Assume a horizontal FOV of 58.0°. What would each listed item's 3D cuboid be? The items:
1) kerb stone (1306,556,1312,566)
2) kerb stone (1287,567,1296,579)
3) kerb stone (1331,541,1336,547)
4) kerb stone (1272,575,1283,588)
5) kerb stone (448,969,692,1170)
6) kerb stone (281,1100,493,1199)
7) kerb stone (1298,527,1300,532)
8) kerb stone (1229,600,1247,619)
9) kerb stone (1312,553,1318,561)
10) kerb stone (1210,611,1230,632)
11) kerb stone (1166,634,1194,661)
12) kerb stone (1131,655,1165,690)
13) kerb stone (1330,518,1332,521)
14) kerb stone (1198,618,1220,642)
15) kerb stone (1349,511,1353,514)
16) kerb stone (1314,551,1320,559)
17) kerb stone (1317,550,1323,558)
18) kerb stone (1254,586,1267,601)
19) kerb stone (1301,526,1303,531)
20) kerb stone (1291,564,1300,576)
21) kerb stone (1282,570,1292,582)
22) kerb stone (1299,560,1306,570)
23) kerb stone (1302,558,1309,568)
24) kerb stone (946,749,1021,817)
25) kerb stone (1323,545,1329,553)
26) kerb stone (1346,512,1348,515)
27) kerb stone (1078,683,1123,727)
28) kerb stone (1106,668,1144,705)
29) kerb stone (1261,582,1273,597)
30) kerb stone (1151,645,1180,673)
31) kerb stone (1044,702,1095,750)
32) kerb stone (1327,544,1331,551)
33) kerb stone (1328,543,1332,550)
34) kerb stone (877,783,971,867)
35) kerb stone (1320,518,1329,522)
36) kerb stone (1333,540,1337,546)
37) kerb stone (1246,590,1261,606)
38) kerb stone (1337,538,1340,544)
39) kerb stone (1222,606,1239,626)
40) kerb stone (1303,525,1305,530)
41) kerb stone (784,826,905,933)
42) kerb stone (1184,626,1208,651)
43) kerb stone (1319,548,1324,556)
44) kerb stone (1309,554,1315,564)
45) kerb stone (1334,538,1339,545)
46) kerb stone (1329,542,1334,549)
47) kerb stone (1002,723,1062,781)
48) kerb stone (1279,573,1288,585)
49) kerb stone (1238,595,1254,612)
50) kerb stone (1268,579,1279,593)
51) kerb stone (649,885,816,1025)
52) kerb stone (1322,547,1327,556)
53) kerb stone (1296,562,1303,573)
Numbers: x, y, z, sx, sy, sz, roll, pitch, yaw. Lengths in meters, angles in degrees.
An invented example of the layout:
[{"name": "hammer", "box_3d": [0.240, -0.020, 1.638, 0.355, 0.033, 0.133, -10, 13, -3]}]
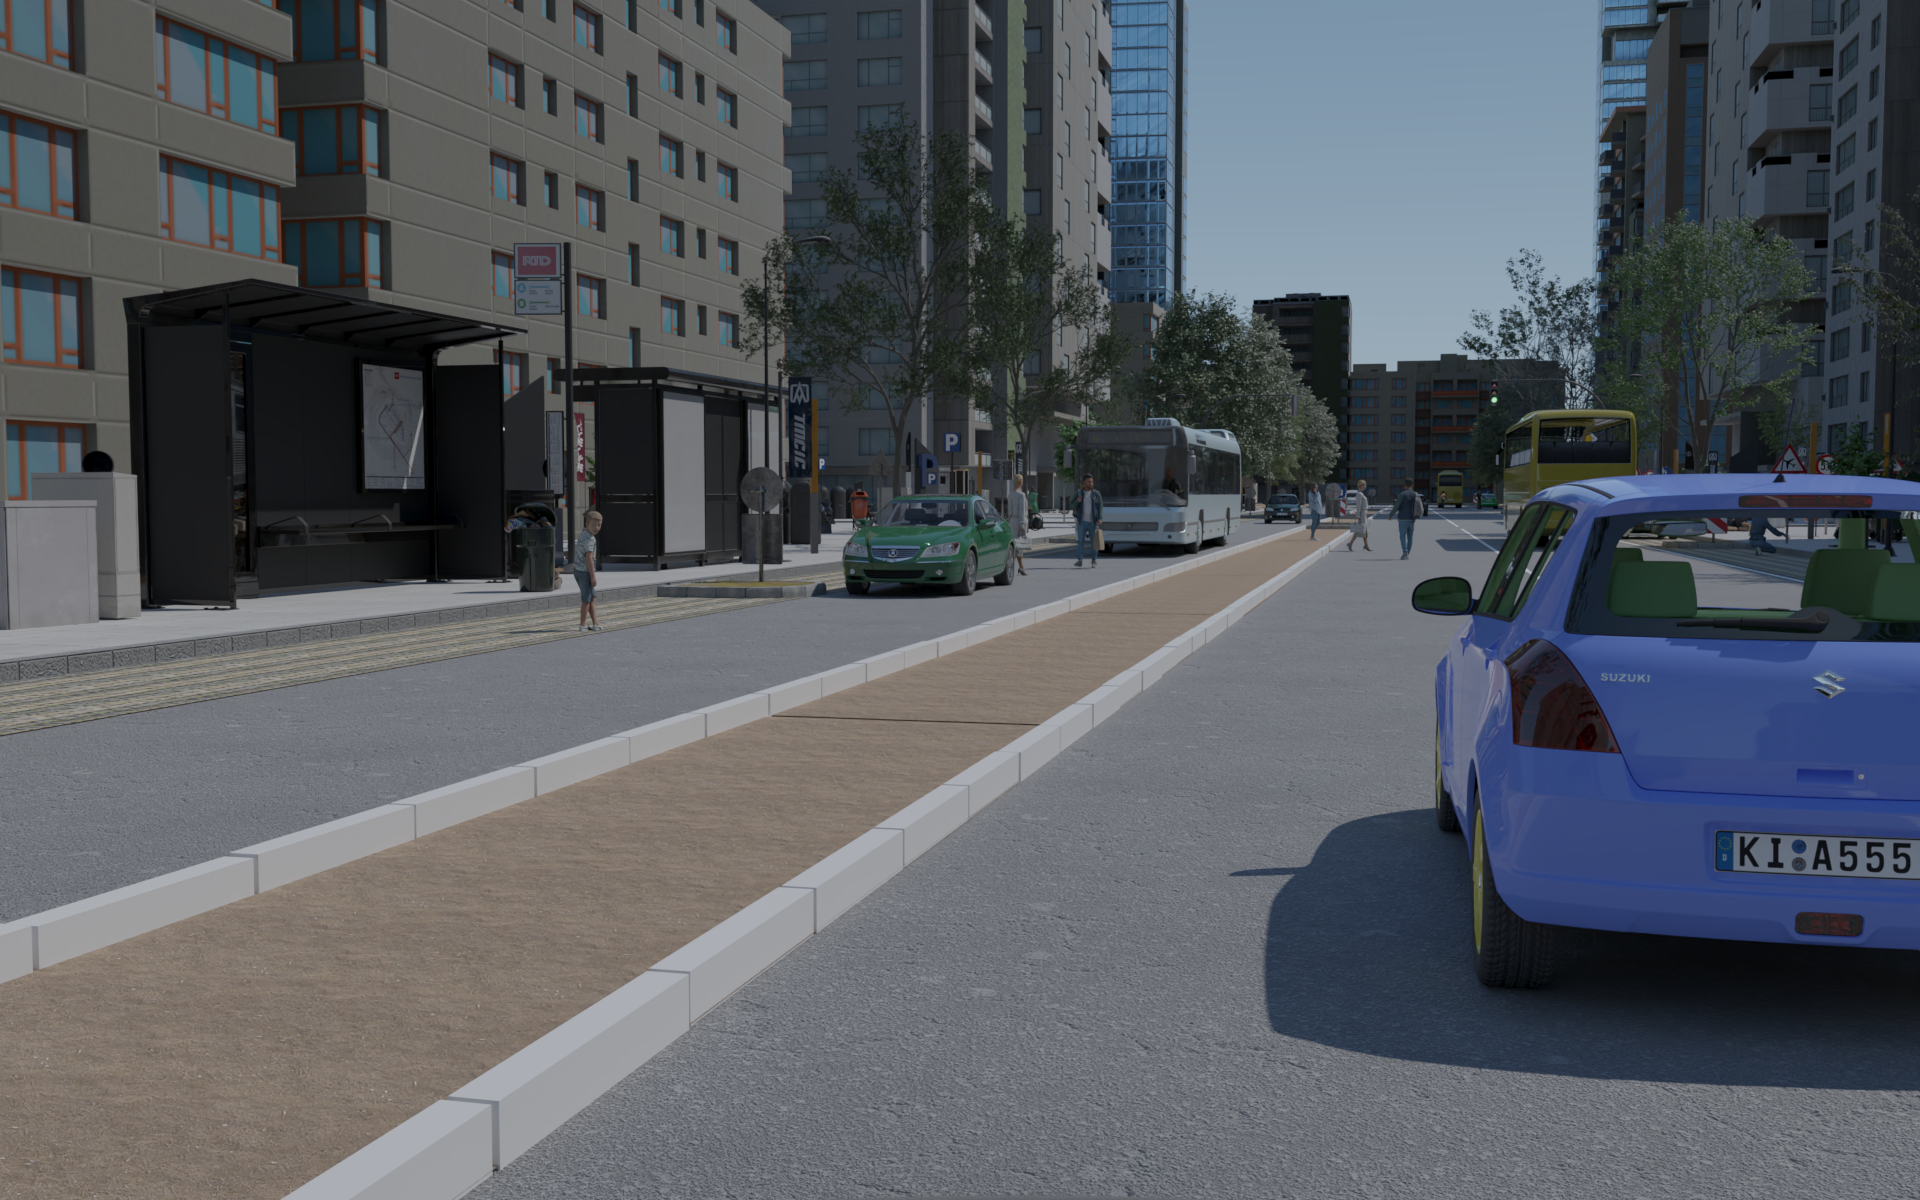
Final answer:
[{"name": "kerb stone", "box_3d": [6.770, -0.717, 33.945, 0.120, 0.150, 1.000, 1, 4, 14]}, {"name": "kerb stone", "box_3d": [5.489, -0.407, 28.964, 0.120, 0.150, 1.000, 1, 4, 14]}, {"name": "kerb stone", "box_3d": [9.592, -1.384, 44.872, 0.120, 0.150, 1.000, 1, 4, 14]}, {"name": "kerb stone", "box_3d": [4.719, -0.232, 25.995, 0.120, 0.150, 1.000, 1, 4, 14]}, {"name": "kerb stone", "box_3d": [-0.907, 1.103, 4.162, 0.120, 0.150, 1.000, 1, 4, 14]}, {"name": "kerb stone", "box_3d": [-1.167, 1.163, 3.174, 0.120, 0.150, 1.000, 1, 4, 14]}, {"name": "kerb stone", "box_3d": [12.414, -2.570, 64.216, 0.120, 0.150, 1.000, 1, 4, 14]}, {"name": "kerb stone", "box_3d": [3.186, 0.132, 20.032, 0.120, 0.150, 1.000, 1, 4, 14]}, {"name": "kerb stone", "box_3d": [7.284, -0.839, 35.926, 0.120, 0.150, 1.000, 1, 4, 14]}, {"name": "kerb stone", "box_3d": [2.673, 0.253, 18.052, 0.120, 0.150, 1.000, 1, 4, 14]}, {"name": "kerb stone", "box_3d": [1.898, 0.435, 15.083, 0.120, 0.150, 1.000, 1, 4, 14]}, {"name": "kerb stone", "box_3d": [1.398, 0.557, 13.086, 0.120, 0.150, 1.000, 1, 4, 14]}, {"name": "kerb stone", "box_3d": [19.220, -4.181, 90.566, 0.120, 0.150, 1.000, 1, 4, 14]}, {"name": "kerb stone", "box_3d": [2.421, 0.314, 17.059, 0.120, 0.150, 1.000, 1, 4, 14]}, {"name": "kerb stone", "box_3d": [28.426, -6.366, 126.280, 0.120, 0.150, 1.000, 1, 4, 14]}, {"name": "kerb stone", "box_3d": [7.536, -0.892, 36.917, 0.120, 0.150, 1.000, 1, 4, 14]}, {"name": "kerb stone", "box_3d": [7.798, -0.957, 37.921, 0.120, 0.150, 1.000, 1, 4, 14]}, {"name": "kerb stone", "box_3d": [3.950, -0.050, 23.020, 0.120, 0.150, 1.000, 1, 4, 14]}, {"name": "kerb stone", "box_3d": [12.927, -2.688, 66.201, 0.120, 0.150, 1.000, 1, 4, 14]}, {"name": "kerb stone", "box_3d": [5.745, -0.475, 29.962, 0.120, 0.150, 1.000, 1, 4, 14]}, {"name": "kerb stone", "box_3d": [5.232, -0.353, 27.974, 0.120, 0.150, 1.000, 1, 4, 14]}, {"name": "kerb stone", "box_3d": [6.256, -0.597, 31.955, 0.120, 0.150, 1.000, 1, 4, 14]}, {"name": "kerb stone", "box_3d": [6.508, -0.658, 32.948, 0.120, 0.150, 1.000, 1, 4, 14]}, {"name": "kerb stone", "box_3d": [0.108, 0.860, 8.131, 0.120, 0.150, 1.000, 1, 4, 14]}, {"name": "kerb stone", "box_3d": [8.568, -1.144, 40.900, 0.120, 0.150, 1.000, 1, 4, 14]}, {"name": "kerb stone", "box_3d": [25.360, -5.637, 114.381, 0.120, 0.150, 1.000, 1, 4, 14]}, {"name": "kerb stone", "box_3d": [0.887, 0.681, 11.107, 0.120, 0.150, 1.000, 1, 4, 14]}, {"name": "kerb stone", "box_3d": [1.135, 0.618, 12.098, 0.120, 0.150, 1.000, 1, 4, 14]}, {"name": "kerb stone", "box_3d": [4.210, -0.110, 24.009, 0.120, 0.150, 1.000, 1, 4, 14]}, {"name": "kerb stone", "box_3d": [1.644, 0.501, 14.078, 0.120, 0.150, 1.000, 1, 4, 14]}, {"name": "kerb stone", "box_3d": [0.624, 0.743, 10.114, 0.120, 0.150, 1.000, 1, 4, 14]}, {"name": "kerb stone", "box_3d": [8.832, -1.197, 41.890, 0.120, 0.150, 1.000, 1, 4, 14]}, {"name": "kerb stone", "box_3d": [9.075, -1.266, 42.892, 0.120, 0.150, 1.000, 1, 4, 14]}, {"name": "kerb stone", "box_3d": [-0.146, 0.921, 7.141, 0.120, 0.150, 1.000, 1, 4, 14]}, {"name": "kerb stone", "box_3d": [18.436, -4.000, 87.597, 0.120, 0.150, 1.000, 1, 4, 14]}, {"name": "kerb stone", "box_3d": [9.845, -1.447, 45.871, 0.120, 0.150, 1.000, 1, 4, 14]}, {"name": "kerb stone", "box_3d": [3.695, 0.010, 22.030, 0.120, 0.150, 1.000, 1, 4, 14]}, {"name": "kerb stone", "box_3d": [10.353, -1.567, 47.856, 0.120, 0.150, 1.000, 1, 4, 14]}, {"name": "kerb stone", "box_3d": [2.934, 0.196, 19.041, 0.120, 0.150, 1.000, 1, 4, 14]}, {"name": "kerb stone", "box_3d": [13.180, -2.747, 67.192, 0.120, 0.150, 1.000, 1, 4, 14]}, {"name": "kerb stone", "box_3d": [-0.401, 0.982, 6.144, 0.120, 0.150, 1.000, 1, 4, 14]}, {"name": "kerb stone", "box_3d": [2.159, 0.375, 16.071, 0.120, 0.150, 1.000, 1, 4, 14]}, {"name": "kerb stone", "box_3d": [8.045, -1.017, 38.913, 0.120, 0.150, 1.000, 1, 4, 14]}, {"name": "kerb stone", "box_3d": [7.029, -0.778, 34.937, 0.120, 0.150, 1.000, 1, 4, 14]}, {"name": "kerb stone", "box_3d": [10.100, -1.509, 46.860, 0.120, 0.150, 1.000, 1, 4, 14]}, {"name": "kerb stone", "box_3d": [9.332, -1.321, 43.883, 0.120, 0.150, 1.000, 1, 4, 14]}, {"name": "kerb stone", "box_3d": [0.370, 0.802, 9.119, 0.120, 0.150, 1.000, 1, 4, 14]}, {"name": "kerb stone", "box_3d": [4.978, -0.291, 26.984, 0.120, 0.150, 1.000, 1, 4, 14]}, {"name": "kerb stone", "box_3d": [3.438, 0.071, 21.029, 0.120, 0.150, 1.000, 1, 4, 14]}, {"name": "kerb stone", "box_3d": [4.467, -0.171, 24.998, 0.120, 0.150, 1.000, 1, 4, 14]}, {"name": "kerb stone", "box_3d": [-0.659, 1.042, 5.155, 0.120, 0.150, 1.000, 1, 4, 14]}, {"name": "kerb stone", "box_3d": [8.317, -1.083, 39.901, 0.120, 0.150, 1.000, 1, 4, 14]}, {"name": "kerb stone", "box_3d": [5.999, -0.536, 30.962, 0.120, 0.150, 1.000, 1, 4, 14]}]
